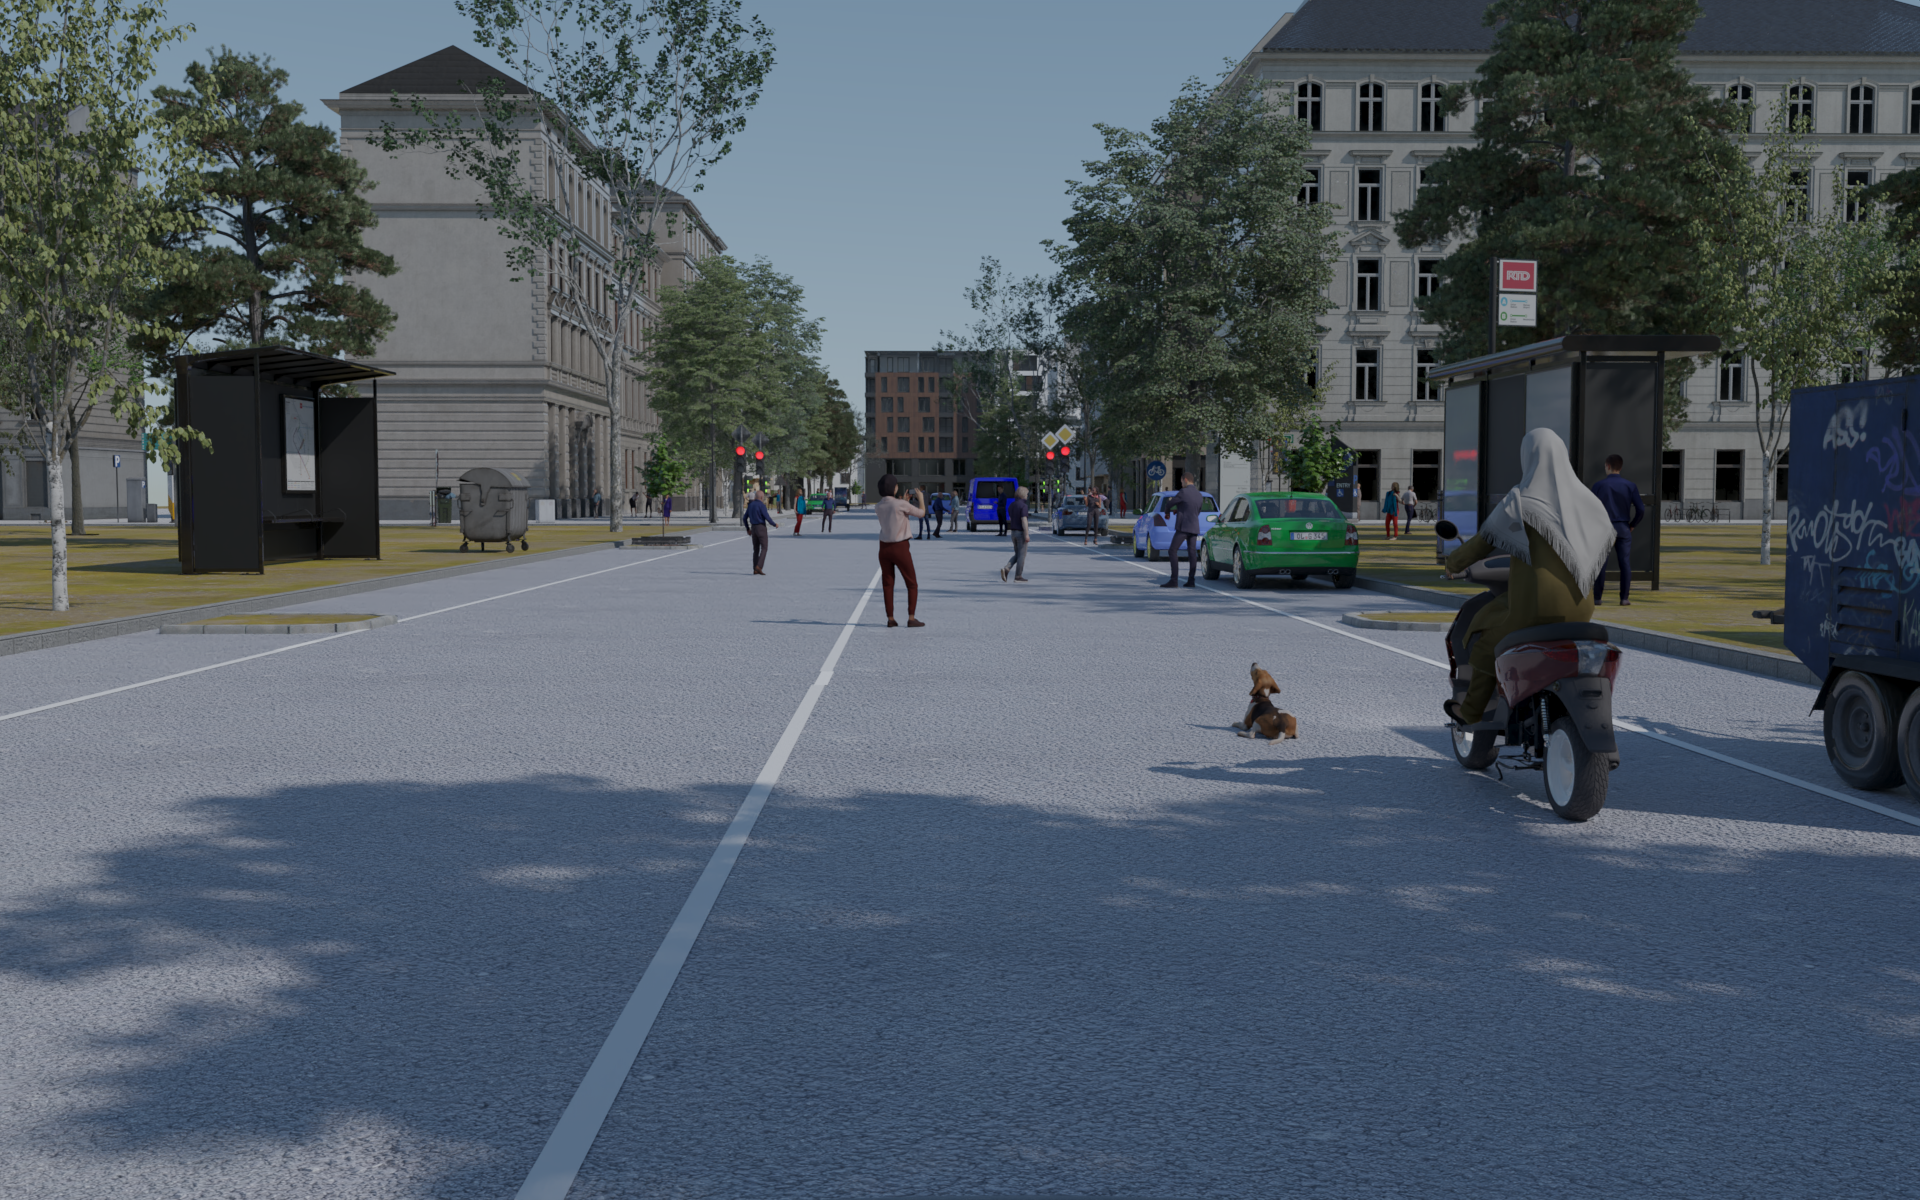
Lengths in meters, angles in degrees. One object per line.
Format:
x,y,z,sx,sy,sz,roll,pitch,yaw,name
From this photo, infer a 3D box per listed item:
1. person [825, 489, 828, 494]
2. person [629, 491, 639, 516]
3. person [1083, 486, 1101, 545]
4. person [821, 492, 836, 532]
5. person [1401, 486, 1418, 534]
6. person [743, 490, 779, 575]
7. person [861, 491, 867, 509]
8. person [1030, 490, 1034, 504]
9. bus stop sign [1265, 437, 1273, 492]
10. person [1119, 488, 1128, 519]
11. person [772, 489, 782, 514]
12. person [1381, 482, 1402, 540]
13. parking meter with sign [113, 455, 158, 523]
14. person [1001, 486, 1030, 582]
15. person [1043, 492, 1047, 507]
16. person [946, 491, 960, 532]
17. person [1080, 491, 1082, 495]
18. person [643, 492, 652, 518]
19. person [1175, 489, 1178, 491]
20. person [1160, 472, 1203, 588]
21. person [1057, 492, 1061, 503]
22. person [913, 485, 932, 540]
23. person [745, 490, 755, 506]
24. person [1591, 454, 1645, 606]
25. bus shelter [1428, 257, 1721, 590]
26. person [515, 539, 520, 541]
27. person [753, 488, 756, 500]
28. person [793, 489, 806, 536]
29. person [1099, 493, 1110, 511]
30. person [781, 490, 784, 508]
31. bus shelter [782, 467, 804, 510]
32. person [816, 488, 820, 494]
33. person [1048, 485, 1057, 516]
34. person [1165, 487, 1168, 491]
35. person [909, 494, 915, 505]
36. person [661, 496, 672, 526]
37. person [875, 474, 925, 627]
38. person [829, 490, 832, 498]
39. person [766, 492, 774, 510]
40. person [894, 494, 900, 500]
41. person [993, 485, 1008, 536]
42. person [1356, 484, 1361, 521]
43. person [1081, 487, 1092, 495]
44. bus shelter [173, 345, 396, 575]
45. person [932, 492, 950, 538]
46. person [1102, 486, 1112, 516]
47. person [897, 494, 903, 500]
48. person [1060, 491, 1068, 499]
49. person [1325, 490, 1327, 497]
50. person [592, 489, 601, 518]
-10.150,-7.456,130.266,0.599,1.838,0.709,1,4,10,person
-18.600,-5.493,99.042,0.799,1.438,0.628,1,4,20,person
3.720,-2.363,48.604,0.415,1.643,0.593,3,5,42,person
-4.984,-3.267,64.604,0.574,1.496,0.600,1,4,20,person
14.336,-2.883,55.384,0.590,1.554,0.614,-3,4,-38,person
-3.495,-1.199,30.794,0.600,1.496,0.574,-2,4,-32,person
-9.299,-9.649,167.187,0.530,1.710,0.541,-3,5,-42,person
8.761,-12.780,215.723,1.217,1.736,0.721,2,4,34,person
14.288,-5.517,78.914,0.855,3.939,0.416,1,4,13,bus stop sign
8.568,-5.074,90.702,0.444,1.614,0.593,0,4,6,person
-11.945,-6.454,113.433,0.647,1.594,0.662,-2,4,-28,person
11.994,-2.470,48.133,0.444,1.614,0.593,0,4,-3,person
-36.837,-4.964,77.430,1.738,3.016,0.543,0,4,-2,parking meter with sign
0.899,-1.065,28.123,0.471,1.553,0.569,0,4,3,person
8.518,-10.174,172.836,0.568,1.767,0.683,-2,4,-25,person
-0.224,-3.292,64.533,0.429,1.552,0.499,2,4,34,person
9.719,-8.037,139.990,0.613,1.512,0.480,0,4,-5,person
-16.596,-5.166,91.982,0.593,1.643,0.415,0,4,3,person
12.970,-5.868,103.851,0.662,1.594,0.647,0,4,2,person
3.378,-1.084,26.674,0.683,1.767,0.568,-3,5,-41,person
9.682,-10.002,169.574,1.348,1.824,0.705,-2,4,-34,person
-1.198,-2.765,54.530,0.655,1.722,0.431,-3,5,-40,person
-12.559,-5.839,103.725,0.614,1.554,0.590,-1,4,-12,person
7.541,-0.810,19.987,0.576,1.737,0.504,0,4,6,person
8.872,-3.028,27.138,2.179,5.291,8.768,0,4,-1,bus shelter
-12.292,-2.489,47.190,0.683,1.767,0.568,2,4,24,person
-19.505,-9.713,164.832,1.348,1.826,0.705,-1,4,-20,person
-5.483,-2.997,59.204,0.593,1.614,0.444,-3,4,-38,person
6.658,-4.398,81.189,0.697,1.427,0.421,0,4,7,person
-16.643,-9.509,162.250,1.217,1.736,0.721,-1,4,-11,person
-13.764,-9.401,144.986,1.731,3.624,6.357,0,4,-1,bus shelter
-12.745,-9.170,155.984,0.705,1.822,1.348,-2,4,-24,person
5.533,-5.911,102.563,0.599,1.838,0.709,2,4,26,person
12.492,-6.004,105.032,0.431,1.722,0.655,-1,4,-13,person
-4.560,-9.322,160.930,0.705,1.822,1.348,-3,5,-40,person
-12.562,-3.869,74.136,0.453,1.535,0.546,-1,4,-12,person
-0.648,-0.534,18.691,0.566,1.644,0.517,-1,4,-21,person
-13.569,-10.628,180.756,0.756,1.711,0.436,-3,4,-37,person
-15.131,-7.832,137.286,0.799,1.438,0.628,1,4,14,person
-6.183,-9.293,160.541,1.348,1.812,0.705,-3,5,-39,person
1.353,-3.027,58.699,0.504,1.737,0.576,-2,4,-35,person
18.530,-4.550,80.987,0.434,1.755,0.990,1,4,21,person
6.311,-4.818,86.284,0.566,1.644,0.517,1,4,23,person
-11.656,-2.394,30.423,1.731,3.624,6.357,0,4,-1,bus shelter
-0.614,-2.785,56.736,0.600,1.496,0.574,0,4,-1,person
8.799,-5.938,103.660,0.750,1.759,0.617,0,4,5,person
-7.417,-12.415,214.739,1.065,1.426,0.557,2,4,25,person
7.968,-7.742,133.567,0.756,1.711,0.436,-1,4,-12,person
17.412,-4.503,81.878,0.429,1.552,0.499,3,4,37,person
-19.064,-5.049,90.800,0.429,1.552,0.499,-2,4,-31,person
